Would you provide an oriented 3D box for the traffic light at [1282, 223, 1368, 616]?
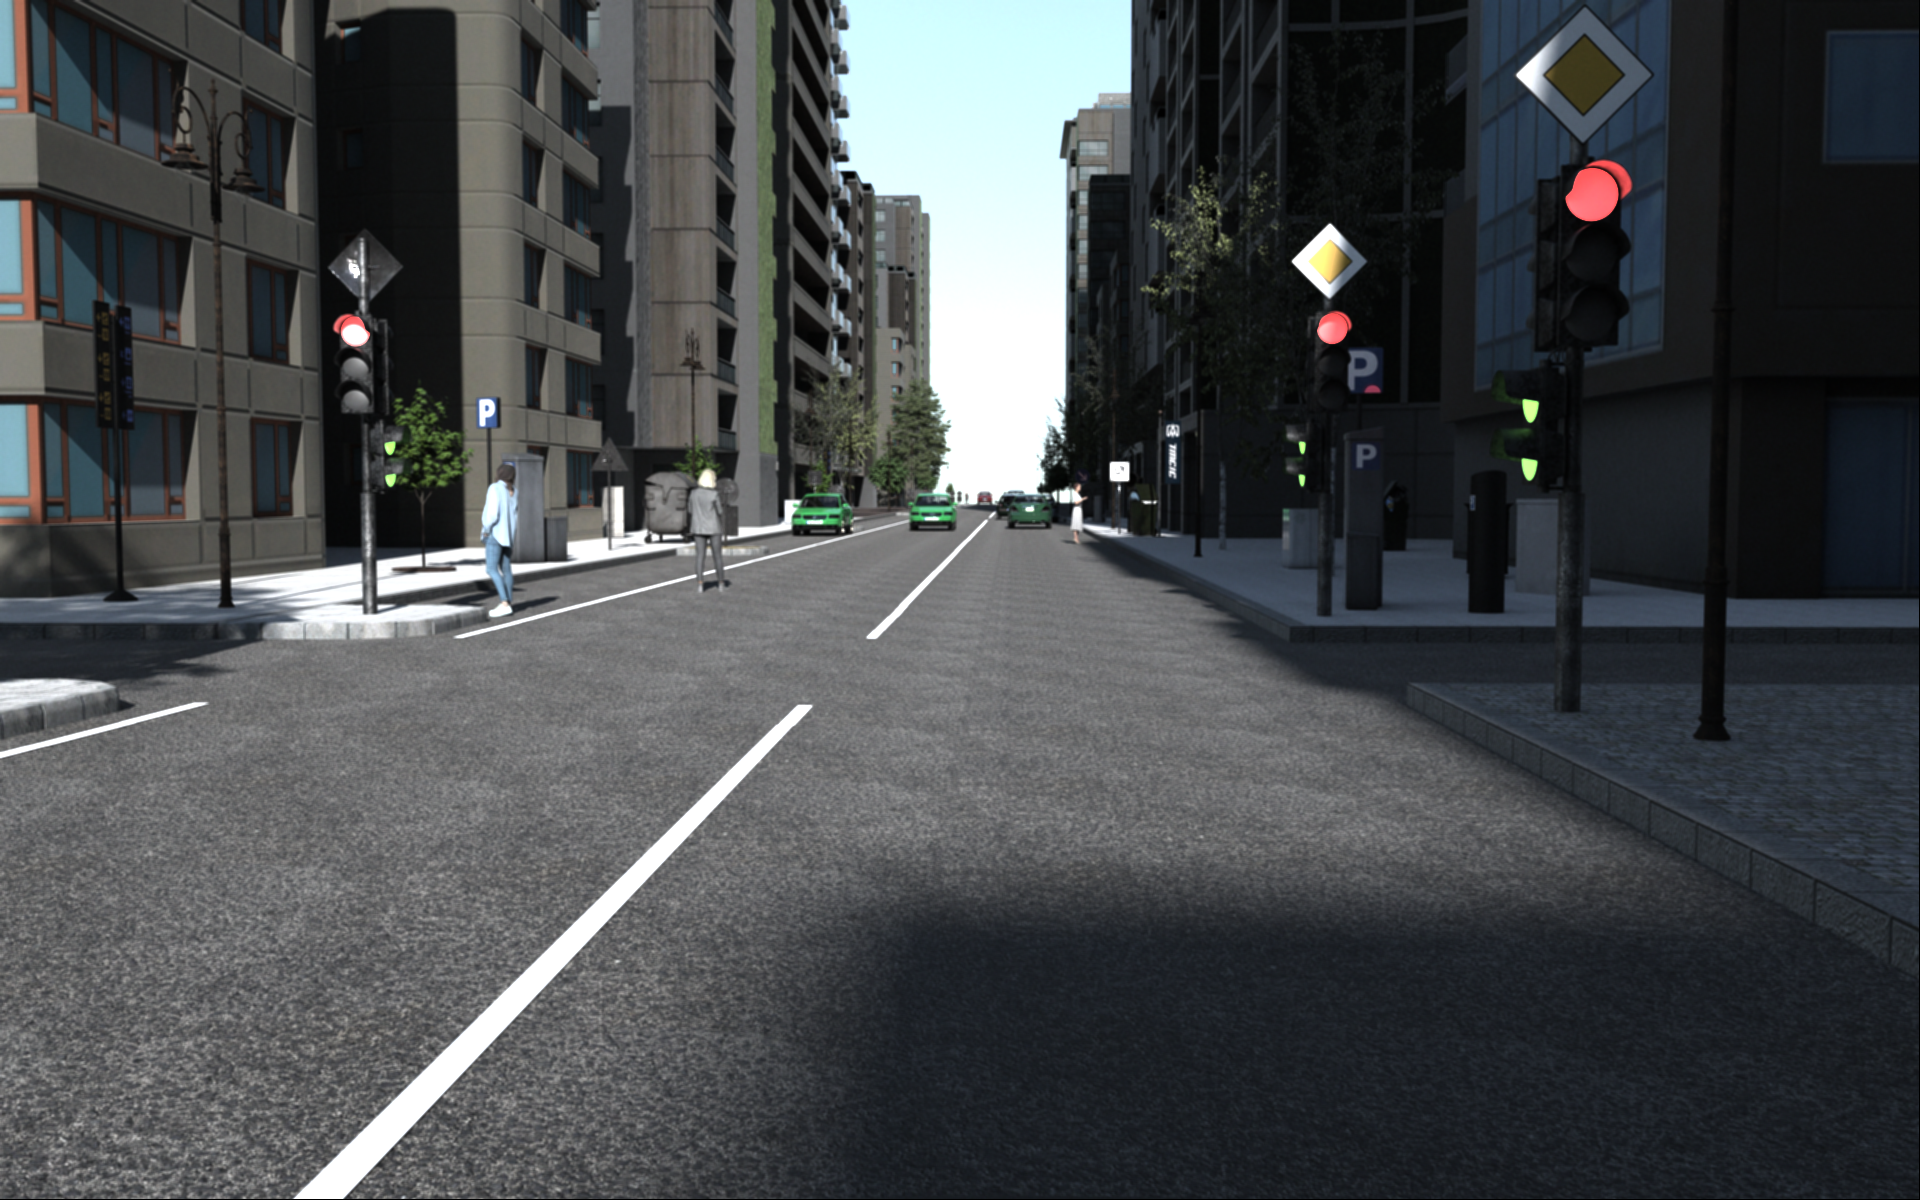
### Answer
[{"bbox_3d":[3.816,-1.786,18.116,0.839,4.253,0.868,0,4,2],"label":"traffic light"}]

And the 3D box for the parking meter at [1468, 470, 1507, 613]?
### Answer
[{"bbox_3d":[5.705,-0.631,18.734,0.372,1.533,0.369,0,3,0],"label":"parking meter"}]

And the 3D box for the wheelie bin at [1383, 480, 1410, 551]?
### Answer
[{"bbox_3d":[9.843,-1.921,39.317,0.693,1.594,0.980,0,4,4],"label":"wheelie bin"}]

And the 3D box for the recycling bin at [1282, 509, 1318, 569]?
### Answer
[{"bbox_3d":[6.007,-1.068,30.013,0.722,1.027,0.722,0,4,0],"label":"recycling bin"}]

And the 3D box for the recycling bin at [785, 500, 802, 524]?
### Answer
[{"bbox_3d":[-6.993,-3.747,73.824,0.722,1.027,0.722,2,4,32],"label":"recycling bin"}]

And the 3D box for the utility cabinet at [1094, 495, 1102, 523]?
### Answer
[{"bbox_3d":[6.116,-4.014,76.792,0.306,1.237,1.020,1,4,10],"label":"utility cabinet"}]

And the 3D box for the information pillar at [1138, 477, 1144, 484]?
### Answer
[{"bbox_3d":[7.806,-4.316,75.056,0.304,2.012,0.304,0,4,4],"label":"information pillar"}]

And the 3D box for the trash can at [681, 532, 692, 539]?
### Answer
[{"bbox_3d":[-7.768,-2.350,50.078,0.748,1.137,0.748,0,3,0],"label":"trash can"}]

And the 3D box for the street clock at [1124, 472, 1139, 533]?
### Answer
[{"bbox_3d":[5.673,-3.233,57.435,0.471,2.002,0.358,1,4,23],"label":"street clock"}]

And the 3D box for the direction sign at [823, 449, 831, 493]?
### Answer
[{"bbox_3d":[-6.728,-5.847,87.593,0.379,3.537,0.876,1,4,18],"label":"direction sign"}]

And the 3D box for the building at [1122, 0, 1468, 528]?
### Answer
[{"bbox_3d":[18.683,-39.325,81.209,20.563,71.187,20.611,0,4,2],"label":"building"}]

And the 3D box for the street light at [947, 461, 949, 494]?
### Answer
[{"bbox_3d":[-1.660,-16.065,235.442,0.468,5.910,1.993,0,4,2],"label":"street light"}]

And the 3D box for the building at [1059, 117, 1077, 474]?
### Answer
[{"bbox_3d":[28.281,-39.664,237.739,28.713,52.752,27.495,0,4,2],"label":"building"}]

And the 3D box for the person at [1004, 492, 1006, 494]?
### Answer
[{"bbox_3d":[5.752,-13.013,221.925,0.551,1.740,0.621,-2,4,-26],"label":"person"}]

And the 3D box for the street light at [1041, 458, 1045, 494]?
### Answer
[{"bbox_3d":[9.652,-13.622,195.508,0.468,5.910,1.993,0,4,2],"label":"street light"}]

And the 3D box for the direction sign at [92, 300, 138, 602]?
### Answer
[{"bbox_3d":[-10.097,-1.757,20.730,0.379,3.537,0.876,0,4,1],"label":"direction sign"}]

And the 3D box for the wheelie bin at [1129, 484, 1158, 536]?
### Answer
[{"bbox_3d":[5.637,-2.775,53.276,0.980,1.594,0.693,-2,4,-27],"label":"wheelie bin"}]

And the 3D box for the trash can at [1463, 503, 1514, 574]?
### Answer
[{"bbox_3d":[8.095,-0.912,26.560,0.748,1.137,0.748,0,3,0],"label":"trash can"}]

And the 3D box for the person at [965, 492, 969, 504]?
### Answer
[{"bbox_3d":[0.965,-14.064,238.983,0.617,1.759,0.750,-1,4,-16],"label":"person"}]

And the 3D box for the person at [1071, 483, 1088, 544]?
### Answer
[{"bbox_3d":[3.467,-2.503,49.987,0.524,1.755,0.480,1,4,17],"label":"person"}]

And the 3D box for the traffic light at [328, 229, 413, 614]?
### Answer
[{"bbox_3d":[-6.291,-1.803,18.406,0.839,4.253,0.868,0,4,2],"label":"traffic light"}]

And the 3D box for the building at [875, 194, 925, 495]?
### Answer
[{"bbox_3d":[-12.421,-33.437,230.285,14.154,41.232,14.086,0,4,2],"label":"building"}]

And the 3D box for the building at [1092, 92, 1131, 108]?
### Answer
[{"bbox_3d":[25.490,-36.047,208.980,23.786,49.044,30.456,0,4,2],"label":"building"}]

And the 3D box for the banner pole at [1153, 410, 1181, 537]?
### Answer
[{"bbox_3d":[6.205,-3.780,51.818,0.863,3.779,0.401,0,4,-2],"label":"banner pole"}]

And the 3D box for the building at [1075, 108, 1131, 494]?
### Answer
[{"bbox_3d":[19.432,-30.771,186.702,14.154,41.232,14.086,0,4,2],"label":"building"}]

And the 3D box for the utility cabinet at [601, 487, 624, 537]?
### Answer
[{"bbox_3d":[-10.243,-2.587,50.972,0.318,1.500,1.173,-2,4,-30],"label":"utility cabinet"}]

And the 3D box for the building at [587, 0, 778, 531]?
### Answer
[{"bbox_3d":[-14.777,-23.273,64.109,14.154,41.232,14.086,0,4,2],"label":"building"}]

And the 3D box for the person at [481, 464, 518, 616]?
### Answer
[{"bbox_3d":[-5.431,-0.720,20.539,0.793,1.790,0.793,-1,4,-16],"label":"person"}]

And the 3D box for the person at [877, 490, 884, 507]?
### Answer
[{"bbox_3d":[-8.250,-10.117,173.548,1.348,1.869,0.705,-1,4,-23],"label":"person"}]

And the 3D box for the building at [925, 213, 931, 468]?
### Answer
[{"bbox_3d":[-11.468,-34.324,244.790,14.154,41.232,14.086,0,4,2],"label":"building"}]

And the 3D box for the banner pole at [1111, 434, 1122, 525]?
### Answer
[{"bbox_3d":[6.559,-4.999,71.750,0.401,3.779,0.863,2,4,30],"label":"banner pole"}]

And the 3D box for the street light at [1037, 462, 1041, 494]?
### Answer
[{"bbox_3d":[10.521,-15.349,223.739,0.468,5.910,1.993,0,4,2],"label":"street light"}]

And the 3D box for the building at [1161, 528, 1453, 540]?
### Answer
[{"bbox_3d":[17.268,-37.558,52.323,20.563,71.187,20.611,0,4,2],"label":"building"}]

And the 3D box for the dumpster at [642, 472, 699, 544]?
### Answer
[{"bbox_3d":[-7.560,-2.427,45.442,1.264,1.857,1.865,0,4,2],"label":"dumpster"}]

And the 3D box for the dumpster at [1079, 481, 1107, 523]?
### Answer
[{"bbox_3d":[6.026,-4.465,78.766,1.264,1.857,1.865,0,4,2],"label":"dumpster"}]

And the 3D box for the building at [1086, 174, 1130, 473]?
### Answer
[{"bbox_3d":[18.592,-23.682,158.898,14.160,30.474,14.107,0,4,2],"label":"building"}]

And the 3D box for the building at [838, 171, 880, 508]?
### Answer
[{"bbox_3d":[-14.973,-23.407,154.408,14.160,30.474,14.107,0,4,2],"label":"building"}]

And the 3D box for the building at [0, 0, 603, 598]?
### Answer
[{"bbox_3d":[-24.597,-11.652,35.557,27.650,21.520,28.899,0,4,2],"label":"building"}]

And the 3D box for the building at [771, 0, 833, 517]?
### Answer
[{"bbox_3d":[-19.535,-29.434,104.948,21.300,48.544,21.600,0,4,2],"label":"building"}]

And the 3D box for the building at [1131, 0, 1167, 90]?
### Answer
[{"bbox_3d":[24.869,-31.682,107.241,28.713,52.752,27.495,0,4,2],"label":"building"}]

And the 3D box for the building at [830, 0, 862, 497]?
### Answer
[{"bbox_3d":[-20.127,-31.323,131.747,23.786,49.044,30.456,0,4,2],"label":"building"}]

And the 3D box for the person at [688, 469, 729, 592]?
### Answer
[{"bbox_3d":[-3.722,-1.027,25.467,0.537,1.800,0.526,1,4,22],"label":"person"}]

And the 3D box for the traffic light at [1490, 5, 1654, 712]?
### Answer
[{"bbox_3d":[3.574,-1.297,10.135,0.839,4.253,0.868,0,4,2],"label":"traffic light"}]

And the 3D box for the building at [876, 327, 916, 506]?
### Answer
[{"bbox_3d":[-19.614,-21.415,195.181,27.650,21.520,28.899,0,4,2],"label":"building"}]

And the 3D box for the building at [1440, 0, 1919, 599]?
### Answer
[{"bbox_3d":[16.374,-22.996,26.103,14.200,45.320,14.600,0,4,2],"label":"building"}]

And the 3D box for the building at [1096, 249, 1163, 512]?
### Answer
[{"bbox_3d":[25.287,-17.817,136.339,27.650,21.520,28.899,0,4,2],"label":"building"}]

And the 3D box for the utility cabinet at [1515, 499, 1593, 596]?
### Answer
[{"bbox_3d":[7.598,-0.674,22.182,0.306,1.237,1.020,-2,4,-26],"label":"utility cabinet"}]

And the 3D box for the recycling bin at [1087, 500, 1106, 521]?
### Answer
[{"bbox_3d":[6.509,-4.286,82.636,0.722,1.027,0.722,-1,4,-15],"label":"recycling bin"}]

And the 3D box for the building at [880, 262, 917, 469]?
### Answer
[{"bbox_3d":[-12.775,-27.198,216.394,14.160,30.474,14.107,0,4,2],"label":"building"}]

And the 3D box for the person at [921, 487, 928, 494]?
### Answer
[{"bbox_3d":[-1.685,-4.528,82.874,0.623,1.781,0.721,-2,4,-27],"label":"person"}]
